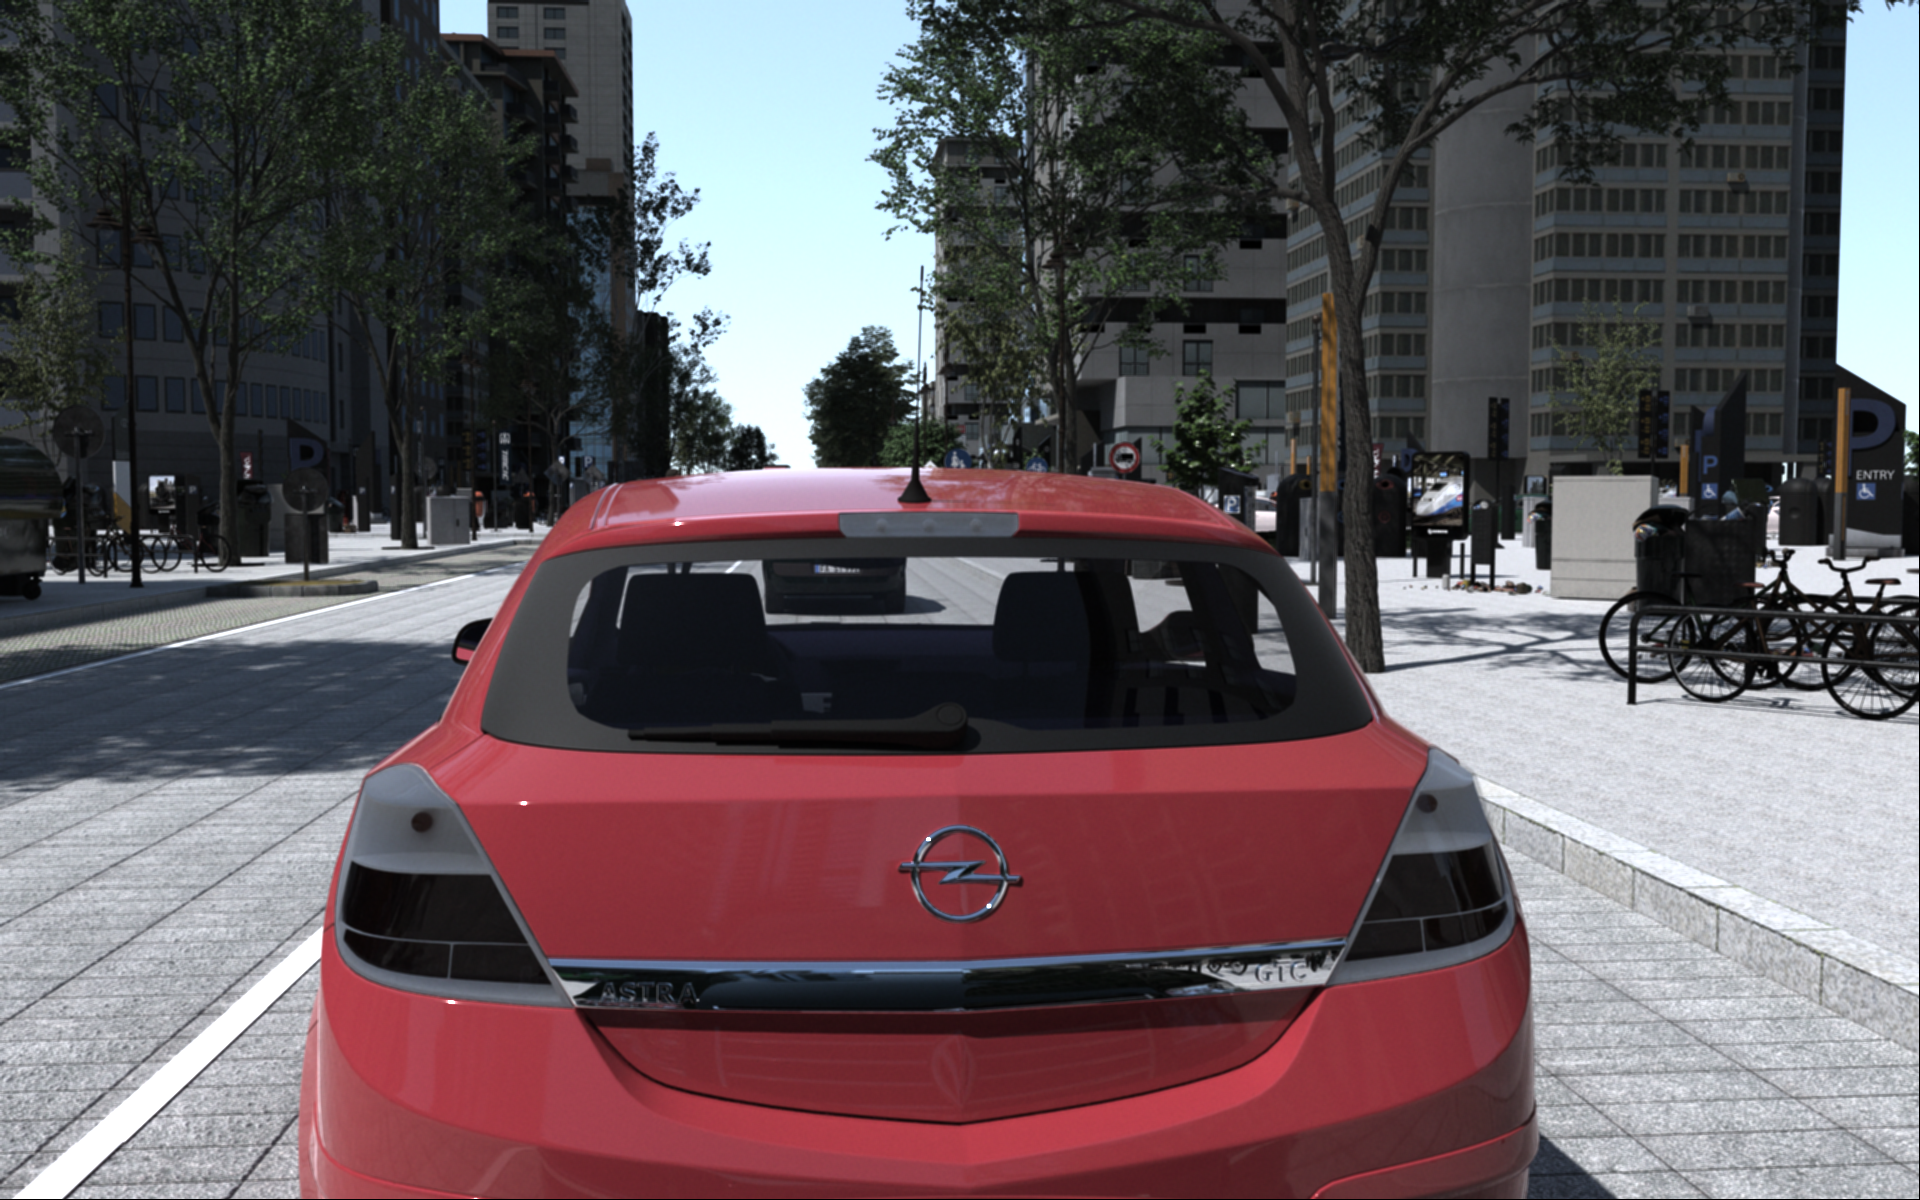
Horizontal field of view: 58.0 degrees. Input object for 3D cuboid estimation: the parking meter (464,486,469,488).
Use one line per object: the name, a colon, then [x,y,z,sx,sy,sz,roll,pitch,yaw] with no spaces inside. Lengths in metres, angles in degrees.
parking meter: [-32.951,-6.731,115.757,0.255,1.863,0.399,2,4,34]

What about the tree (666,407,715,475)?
tree: [-21.809,-11.509,138.532,4.737,8.622,4.395,0,3,0]

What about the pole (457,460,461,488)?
pole: [-30.398,-6.807,105.133,0.158,3.312,0.155,0,3,0]

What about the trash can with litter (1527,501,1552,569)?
trash can with litter: [10.098,-1.118,29.674,0.624,1.170,1.055,2,4,26]

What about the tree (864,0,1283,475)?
tree: [1.934,-6.520,32.360,9.928,11.665,9.643,0,3,0]

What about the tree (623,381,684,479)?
tree: [-19.733,-9.784,110.324,4.360,8.622,3.978,0,3,0]

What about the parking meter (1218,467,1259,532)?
parking meter: [2.558,-0.460,15.924,0.372,1.533,0.369,0,3,0]

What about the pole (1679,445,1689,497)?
pole: [29.982,-4.773,71.884,0.158,3.312,0.155,0,3,0]

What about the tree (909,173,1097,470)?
tree: [0.956,-5.533,40.819,4.737,8.622,4.395,0,3,0]

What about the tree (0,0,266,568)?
tree: [-13.056,-6.392,30.257,9.928,11.665,9.643,0,3,0]

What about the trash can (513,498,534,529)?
trash can: [-15.957,-3.160,63.325,0.748,1.137,0.748,0,3,0]

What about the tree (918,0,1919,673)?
tree: [3.011,-4.778,12.535,8.767,10.594,7.601,1,4,10]

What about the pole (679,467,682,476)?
pole: [-20.912,-8.310,129.704,0.158,3.312,0.155,0,3,0]

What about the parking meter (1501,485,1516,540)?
parking meter: [15.404,-2.461,48.646,0.372,1.533,0.369,0,3,0]

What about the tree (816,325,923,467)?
tree: [-6.042,-12.133,116.495,7.486,12.596,7.792,0,3,0]

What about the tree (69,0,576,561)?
tree: [-12.930,-6.975,39.794,9.928,11.665,9.643,0,3,0]

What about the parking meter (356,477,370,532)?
parking meter: [-20.251,-3.245,58.770,0.399,1.863,0.255,0,4,-3]

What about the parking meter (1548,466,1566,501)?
parking meter: [12.170,-1.812,35.339,0.255,1.863,0.399,2,4,33]

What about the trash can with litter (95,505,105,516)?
trash can with litter: [-20.077,-1.730,39.679,0.624,1.170,1.055,0,4,-7]

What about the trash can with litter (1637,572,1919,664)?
trash can with litter: [6.389,-0.154,13.575,2.233,1.210,1.678,1,4,16]

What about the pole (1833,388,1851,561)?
pole: [17.001,-2.419,33.391,0.158,3.312,0.155,0,3,0]

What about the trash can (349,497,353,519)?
trash can: [-30.138,-4.533,85.774,0.748,1.137,0.748,0,3,0]

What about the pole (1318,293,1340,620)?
pole: [3.772,-1.458,17.690,0.158,3.312,0.155,0,3,0]

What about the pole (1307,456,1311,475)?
pole: [18.665,-6.046,92.702,0.158,3.312,0.155,0,3,0]

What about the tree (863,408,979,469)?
tree: [-1.261,-5.028,65.915,4.285,4.588,4.351,0,3,0]

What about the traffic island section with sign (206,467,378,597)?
traffic island section with sign: [-9.504,-0.994,24.878,1.989,1.847,2.006,0,4,-5]

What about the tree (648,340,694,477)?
tree: [-20.053,-11.750,117.872,9.928,11.665,9.643,0,3,0]

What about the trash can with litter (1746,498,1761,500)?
trash can with litter: [13.606,-1.197,30.621,2.233,1.210,1.678,-1,4,-14]

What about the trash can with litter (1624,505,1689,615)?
trash can with litter: [7.387,-0.440,18.581,0.624,1.170,1.055,0,4,3]

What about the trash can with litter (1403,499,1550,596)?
trash can with litter: [6.992,-0.718,22.799,1.678,1.210,2.233,-1,4,-13]

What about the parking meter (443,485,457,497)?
parking meter: [-14.109,-2.418,47.941,0.372,1.533,0.369,0,3,0]

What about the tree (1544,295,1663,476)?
tree: [23.745,-6.912,63.376,4.737,8.622,4.395,0,3,0]

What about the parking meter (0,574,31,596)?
parking meter: [-11.986,-0.988,21.862,0.399,1.863,0.255,1,4,22]

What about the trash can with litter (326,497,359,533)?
trash can with litter: [-20.339,-2.796,57.099,1.055,1.170,0.624,1,4,11]

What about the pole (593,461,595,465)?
pole: [-22.426,-6.854,105.900,0.158,3.312,0.155,0,3,0]

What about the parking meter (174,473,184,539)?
parking meter: [-22.067,-2.650,49.034,0.255,1.863,0.399,-2,4,-29]

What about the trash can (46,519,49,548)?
trash can: [-20.961,-1.684,39.187,0.748,1.137,0.748,0,3,0]

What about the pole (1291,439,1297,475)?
pole: [12.337,-4.298,64.108,0.158,3.312,0.155,0,3,0]

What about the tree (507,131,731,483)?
tree: [-18.251,-14.457,92.265,12.611,20.169,13.585,0,3,0]

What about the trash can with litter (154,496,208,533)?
trash can with litter: [-26.343,-2.903,58.515,1.678,1.210,2.233,-2,4,-28]

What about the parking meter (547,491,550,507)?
parking meter: [-30.454,-7.346,128.520,0.372,1.533,0.369,0,3,0]

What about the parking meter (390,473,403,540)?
parking meter: [-15.706,-2.607,48.341,0.399,1.863,0.255,3,5,43]

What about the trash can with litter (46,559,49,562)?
trash can with litter: [-17.617,-1.289,32.133,2.233,1.210,1.678,2,4,24]

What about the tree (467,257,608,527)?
tree: [-15.792,-8.158,67.800,7.601,10.594,8.767,0,4,5]

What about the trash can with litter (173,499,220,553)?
trash can with litter: [-16.549,-1.606,37.645,1.055,1.170,0.624,-1,4,-10]

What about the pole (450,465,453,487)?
pole: [-35.463,-7.767,120.833,0.158,3.312,0.155,0,3,0]

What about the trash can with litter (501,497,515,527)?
trash can with litter: [-17.778,-3.452,67.835,0.624,1.170,1.055,1,4,8]

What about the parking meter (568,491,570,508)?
parking meter: [-21.236,-5.282,94.768,0.372,1.533,0.369,0,3,0]

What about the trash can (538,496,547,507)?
trash can: [-30.281,-6.970,125.619,0.748,1.137,0.748,0,3,0]

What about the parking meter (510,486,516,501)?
parking meter: [-30.890,-6.982,119.872,0.399,1.863,0.255,2,4,33]

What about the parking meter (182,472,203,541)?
parking meter: [-20.737,-2.520,46.917,0.399,1.863,0.255,-1,4,-14]

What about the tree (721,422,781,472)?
tree: [-33.471,-21.989,276.525,9.611,12.733,9.660,0,3,0]

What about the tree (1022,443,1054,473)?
tree: [2.732,-4.380,66.222,1.663,3.219,1.824,0,3,0]
